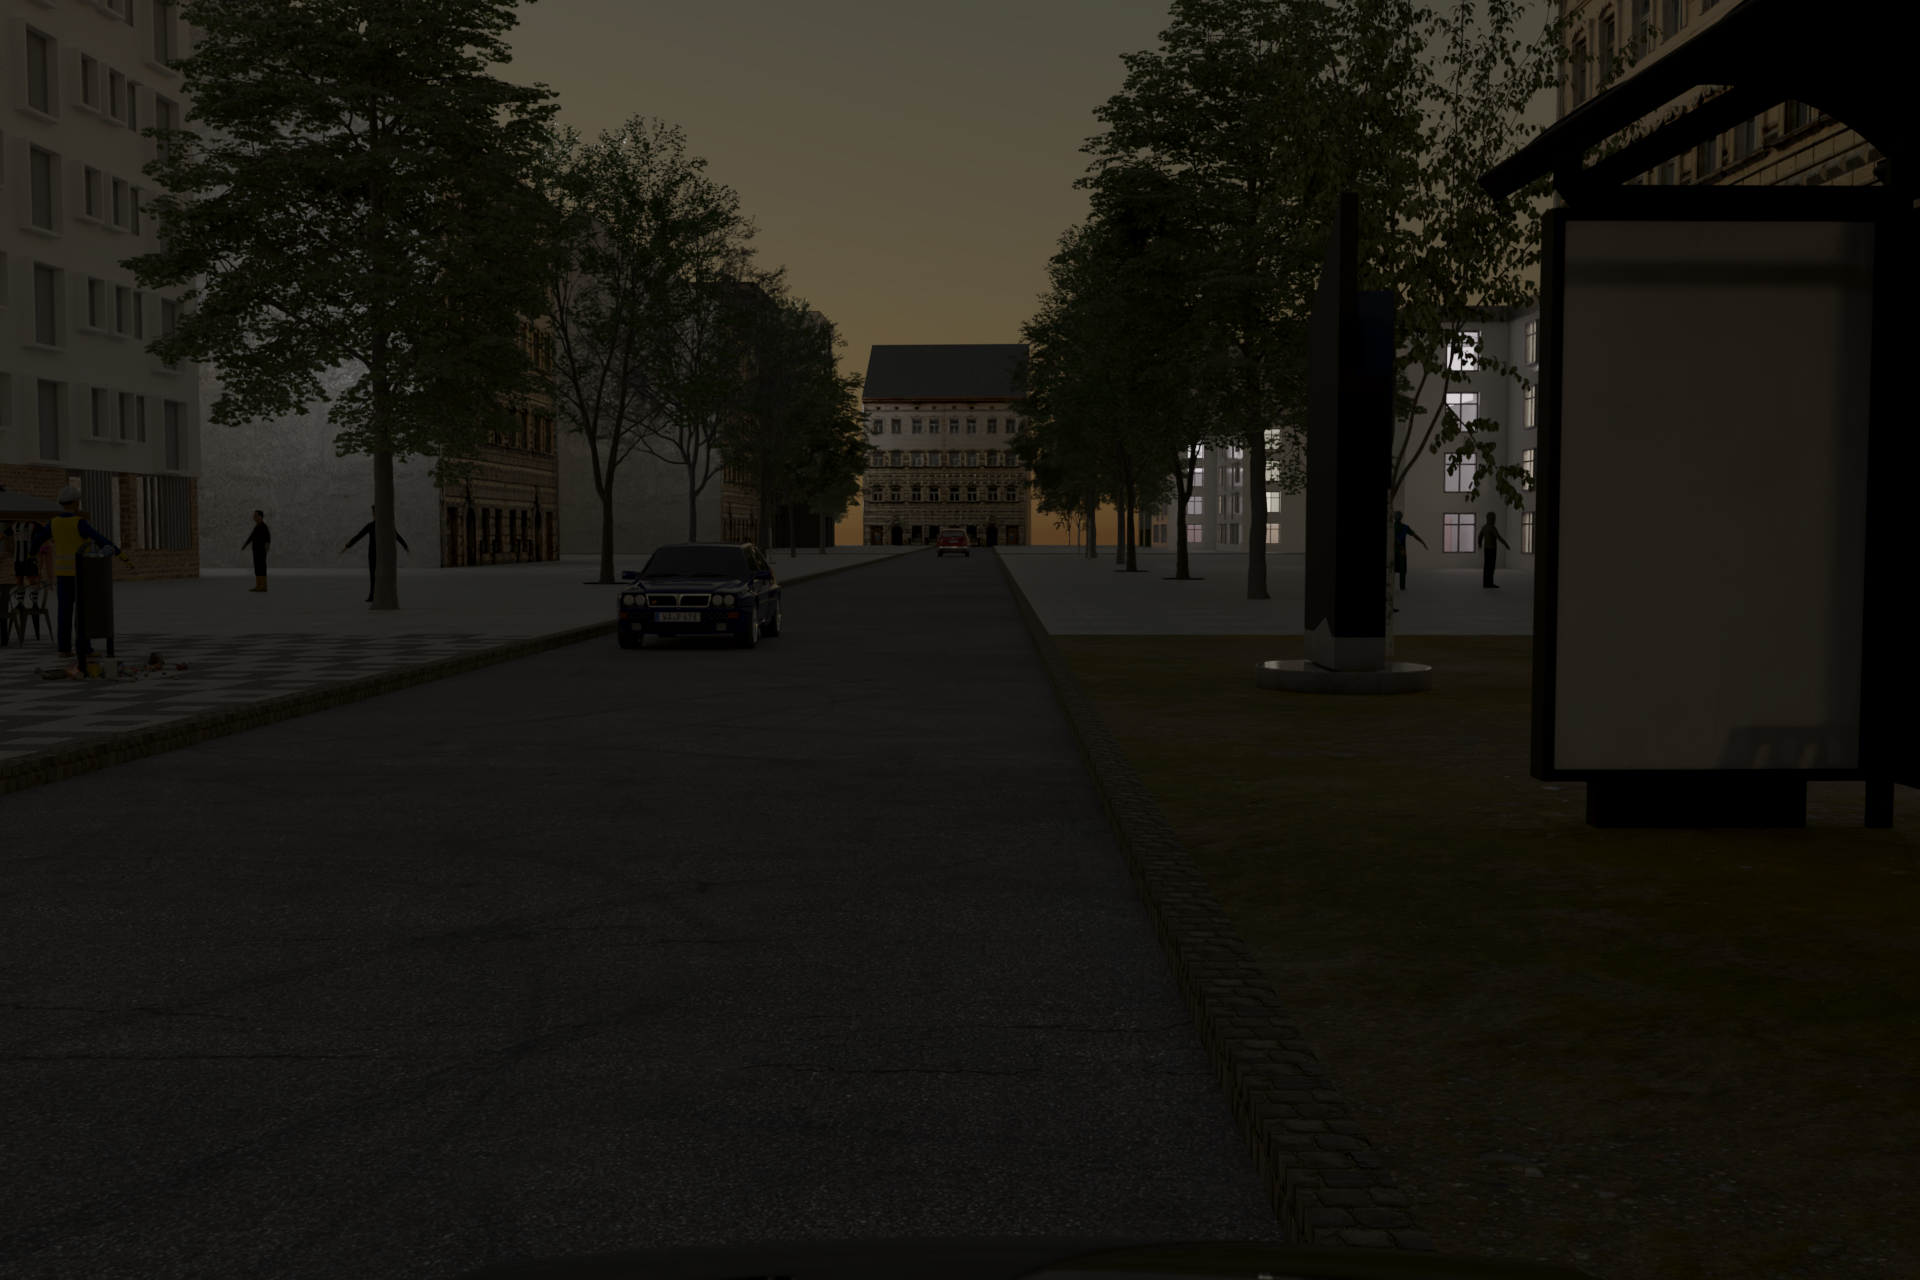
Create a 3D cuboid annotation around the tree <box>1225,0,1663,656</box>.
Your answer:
[{"bbox_3d":[4.611,-4.126,17.821,4.737,8.622,4.395,0,3,0],"label":"tree"}]

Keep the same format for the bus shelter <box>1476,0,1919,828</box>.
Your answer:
[{"bbox_3d":[3.350,-0.679,5.020,2.014,3.302,5.546,0,4,-1],"label":"bus shelter"}]

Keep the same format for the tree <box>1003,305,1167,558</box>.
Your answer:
[{"bbox_3d":[6.950,-11.371,92.567,9.857,13.997,8.962,0,3,0],"label":"tree"}]

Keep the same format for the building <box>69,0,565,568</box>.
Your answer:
[{"bbox_3d":[-28.468,-14.811,73.097,19.493,23.208,18.063,0,4,1],"label":"building"}]

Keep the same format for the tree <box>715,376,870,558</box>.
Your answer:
[{"bbox_3d":[-9.143,-9.815,94.886,8.767,10.594,7.601,0,4,-8],"label":"tree"}]

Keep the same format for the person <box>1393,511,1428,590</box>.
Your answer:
[{"bbox_3d":[9.975,-2.040,39.482,1.347,1.817,0.704,1,4,15],"label":"person"}]

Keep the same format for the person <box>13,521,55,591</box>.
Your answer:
[{"bbox_3d":[-20.845,-1.994,39.406,1.217,1.733,0.721,-2,4,-28],"label":"person"}]

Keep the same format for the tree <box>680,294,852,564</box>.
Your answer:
[{"bbox_3d":[-8.336,-9.077,74.172,9.928,11.665,9.643,0,3,0],"label":"tree"}]

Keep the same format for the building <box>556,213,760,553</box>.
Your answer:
[{"bbox_3d":[-25.161,-18.062,126.237,19.493,23.208,18.063,0,4,1],"label":"building"}]

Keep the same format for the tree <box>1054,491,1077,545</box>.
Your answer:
[{"bbox_3d":[12.388,-15.222,199.236,4.737,8.622,4.395,0,3,0],"label":"tree"}]

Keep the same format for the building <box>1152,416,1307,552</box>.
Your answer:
[{"bbox_3d":[20.938,-11.910,136.871,9.099,9.664,28.070,0,4,1],"label":"building"}]

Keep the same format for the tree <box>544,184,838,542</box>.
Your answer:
[{"bbox_3d":[-9.207,-9.147,59.931,12.009,13.543,11.850,0,3,0],"label":"tree"}]

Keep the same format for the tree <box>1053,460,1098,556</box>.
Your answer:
[{"bbox_3d":[6.938,-9.346,103.169,4.737,8.622,4.395,0,3,0],"label":"tree"}]

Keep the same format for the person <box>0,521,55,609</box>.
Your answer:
[{"bbox_3d":[-15.450,-1.374,28.615,1.345,1.843,0.704,0,4,-4],"label":"person"}]

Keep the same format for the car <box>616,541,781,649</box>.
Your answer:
[{"bbox_3d":[-3.395,-0.631,22.902,1.945,1.354,3.894,0,4,1],"label":"car"}]

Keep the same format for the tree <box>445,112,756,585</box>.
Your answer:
[{"bbox_3d":[-9.055,-7.221,43.811,9.928,11.665,9.643,0,3,0],"label":"tree"}]

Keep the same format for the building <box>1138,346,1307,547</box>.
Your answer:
[{"bbox_3d":[27.166,-18.542,169.618,16.747,18.905,31.486,0,4,1],"label":"building"}]

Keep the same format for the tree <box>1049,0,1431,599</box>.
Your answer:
[{"bbox_3d":[5.478,-7.077,33.836,7.486,12.596,7.792,0,3,0],"label":"tree"}]

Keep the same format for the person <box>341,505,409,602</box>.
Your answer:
[{"bbox_3d":[-11.017,-1.641,32.762,1.347,1.837,0.705,-3,5,-44],"label":"person"}]

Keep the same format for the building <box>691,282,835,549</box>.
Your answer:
[{"bbox_3d":[-26.796,-19.142,156.943,27.936,21.610,32.646,0,4,1],"label":"building"}]

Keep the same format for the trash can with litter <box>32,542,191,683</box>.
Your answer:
[{"bbox_3d":[-7.693,-0.303,16.019,1.678,1.210,2.233,0,4,1],"label":"trash can with litter"}]

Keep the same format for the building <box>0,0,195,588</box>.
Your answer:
[{"bbox_3d":[-27.421,-11.076,37.511,16.016,20.090,11.380,0,4,0],"label":"building"}]

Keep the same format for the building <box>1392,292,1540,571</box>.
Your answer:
[{"bbox_3d":[20.849,-7.441,63.816,9.099,9.664,28.070,0,4,1],"label":"building"}]

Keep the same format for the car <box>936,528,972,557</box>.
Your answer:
[{"bbox_3d":[-0.398,-6.193,109.923,2.281,1.827,5.304,0,4,0],"label":"car"}]

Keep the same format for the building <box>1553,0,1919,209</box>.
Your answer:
[{"bbox_3d":[25.070,-12.630,37.435,19.493,23.208,18.063,0,4,1],"label":"building"}]

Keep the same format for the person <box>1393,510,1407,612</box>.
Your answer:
[{"bbox_3d":[6.992,-1.349,28.327,0.705,1.796,1.348,2,4,32],"label":"person"}]

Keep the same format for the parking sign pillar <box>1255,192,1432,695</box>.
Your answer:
[{"bbox_3d":[3.208,-1.586,14.401,1.447,3.967,1.447,0,4,1],"label":"parking sign pillar"}]

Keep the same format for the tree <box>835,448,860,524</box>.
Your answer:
[{"bbox_3d":[-16.580,-17.839,198.316,9.857,13.997,8.962,0,3,0],"label":"tree"}]

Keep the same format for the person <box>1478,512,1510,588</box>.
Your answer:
[{"bbox_3d":[12.660,-2.149,41.264,0.705,1.813,1.348,-1,4,-13],"label":"person"}]

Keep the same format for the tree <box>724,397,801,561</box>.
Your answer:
[{"bbox_3d":[-8.973,-8.168,83.913,4.360,8.622,3.978,0,3,0],"label":"tree"}]

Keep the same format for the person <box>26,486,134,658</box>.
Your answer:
[{"bbox_3d":[-9.177,-0.707,18.026,1.216,1.772,0.721,1,4,10],"label":"person"}]

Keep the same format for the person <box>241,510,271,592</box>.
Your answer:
[{"bbox_3d":[-15.604,-1.980,38.513,0.704,1.812,1.346,-3,5,-45],"label":"person"}]

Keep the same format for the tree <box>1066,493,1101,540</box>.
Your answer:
[{"bbox_3d":[14.003,-14.927,194.412,4.737,8.622,4.395,0,3,0],"label":"tree"}]

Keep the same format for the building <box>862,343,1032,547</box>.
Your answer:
[{"bbox_3d":[-1.083,-22.378,199.272,18.063,23.208,19.493,0,4,4],"label":"building"}]

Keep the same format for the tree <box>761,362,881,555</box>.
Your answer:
[{"bbox_3d":[-8.746,-11.645,108.522,7.486,12.596,7.792,0,3,0],"label":"tree"}]

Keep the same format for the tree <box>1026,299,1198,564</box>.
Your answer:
[{"bbox_3d":[6.563,-9.497,73.395,7.486,12.596,7.792,0,3,0],"label":"tree"}]

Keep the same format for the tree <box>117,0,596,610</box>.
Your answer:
[{"bbox_3d":[-10.004,-6.805,29.390,7.486,12.596,7.792,0,3,0],"label":"tree"}]

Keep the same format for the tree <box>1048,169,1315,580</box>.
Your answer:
[{"bbox_3d":[6.325,-7.511,48.560,9.928,11.665,9.643,0,3,0],"label":"tree"}]

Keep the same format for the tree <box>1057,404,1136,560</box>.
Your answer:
[{"bbox_3d":[6.119,-8.220,84.766,4.360,8.622,3.978,0,3,0],"label":"tree"}]

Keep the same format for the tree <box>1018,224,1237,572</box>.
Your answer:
[{"bbox_3d":[5.716,-8.122,58.545,9.928,11.665,9.643,0,3,0],"label":"tree"}]
